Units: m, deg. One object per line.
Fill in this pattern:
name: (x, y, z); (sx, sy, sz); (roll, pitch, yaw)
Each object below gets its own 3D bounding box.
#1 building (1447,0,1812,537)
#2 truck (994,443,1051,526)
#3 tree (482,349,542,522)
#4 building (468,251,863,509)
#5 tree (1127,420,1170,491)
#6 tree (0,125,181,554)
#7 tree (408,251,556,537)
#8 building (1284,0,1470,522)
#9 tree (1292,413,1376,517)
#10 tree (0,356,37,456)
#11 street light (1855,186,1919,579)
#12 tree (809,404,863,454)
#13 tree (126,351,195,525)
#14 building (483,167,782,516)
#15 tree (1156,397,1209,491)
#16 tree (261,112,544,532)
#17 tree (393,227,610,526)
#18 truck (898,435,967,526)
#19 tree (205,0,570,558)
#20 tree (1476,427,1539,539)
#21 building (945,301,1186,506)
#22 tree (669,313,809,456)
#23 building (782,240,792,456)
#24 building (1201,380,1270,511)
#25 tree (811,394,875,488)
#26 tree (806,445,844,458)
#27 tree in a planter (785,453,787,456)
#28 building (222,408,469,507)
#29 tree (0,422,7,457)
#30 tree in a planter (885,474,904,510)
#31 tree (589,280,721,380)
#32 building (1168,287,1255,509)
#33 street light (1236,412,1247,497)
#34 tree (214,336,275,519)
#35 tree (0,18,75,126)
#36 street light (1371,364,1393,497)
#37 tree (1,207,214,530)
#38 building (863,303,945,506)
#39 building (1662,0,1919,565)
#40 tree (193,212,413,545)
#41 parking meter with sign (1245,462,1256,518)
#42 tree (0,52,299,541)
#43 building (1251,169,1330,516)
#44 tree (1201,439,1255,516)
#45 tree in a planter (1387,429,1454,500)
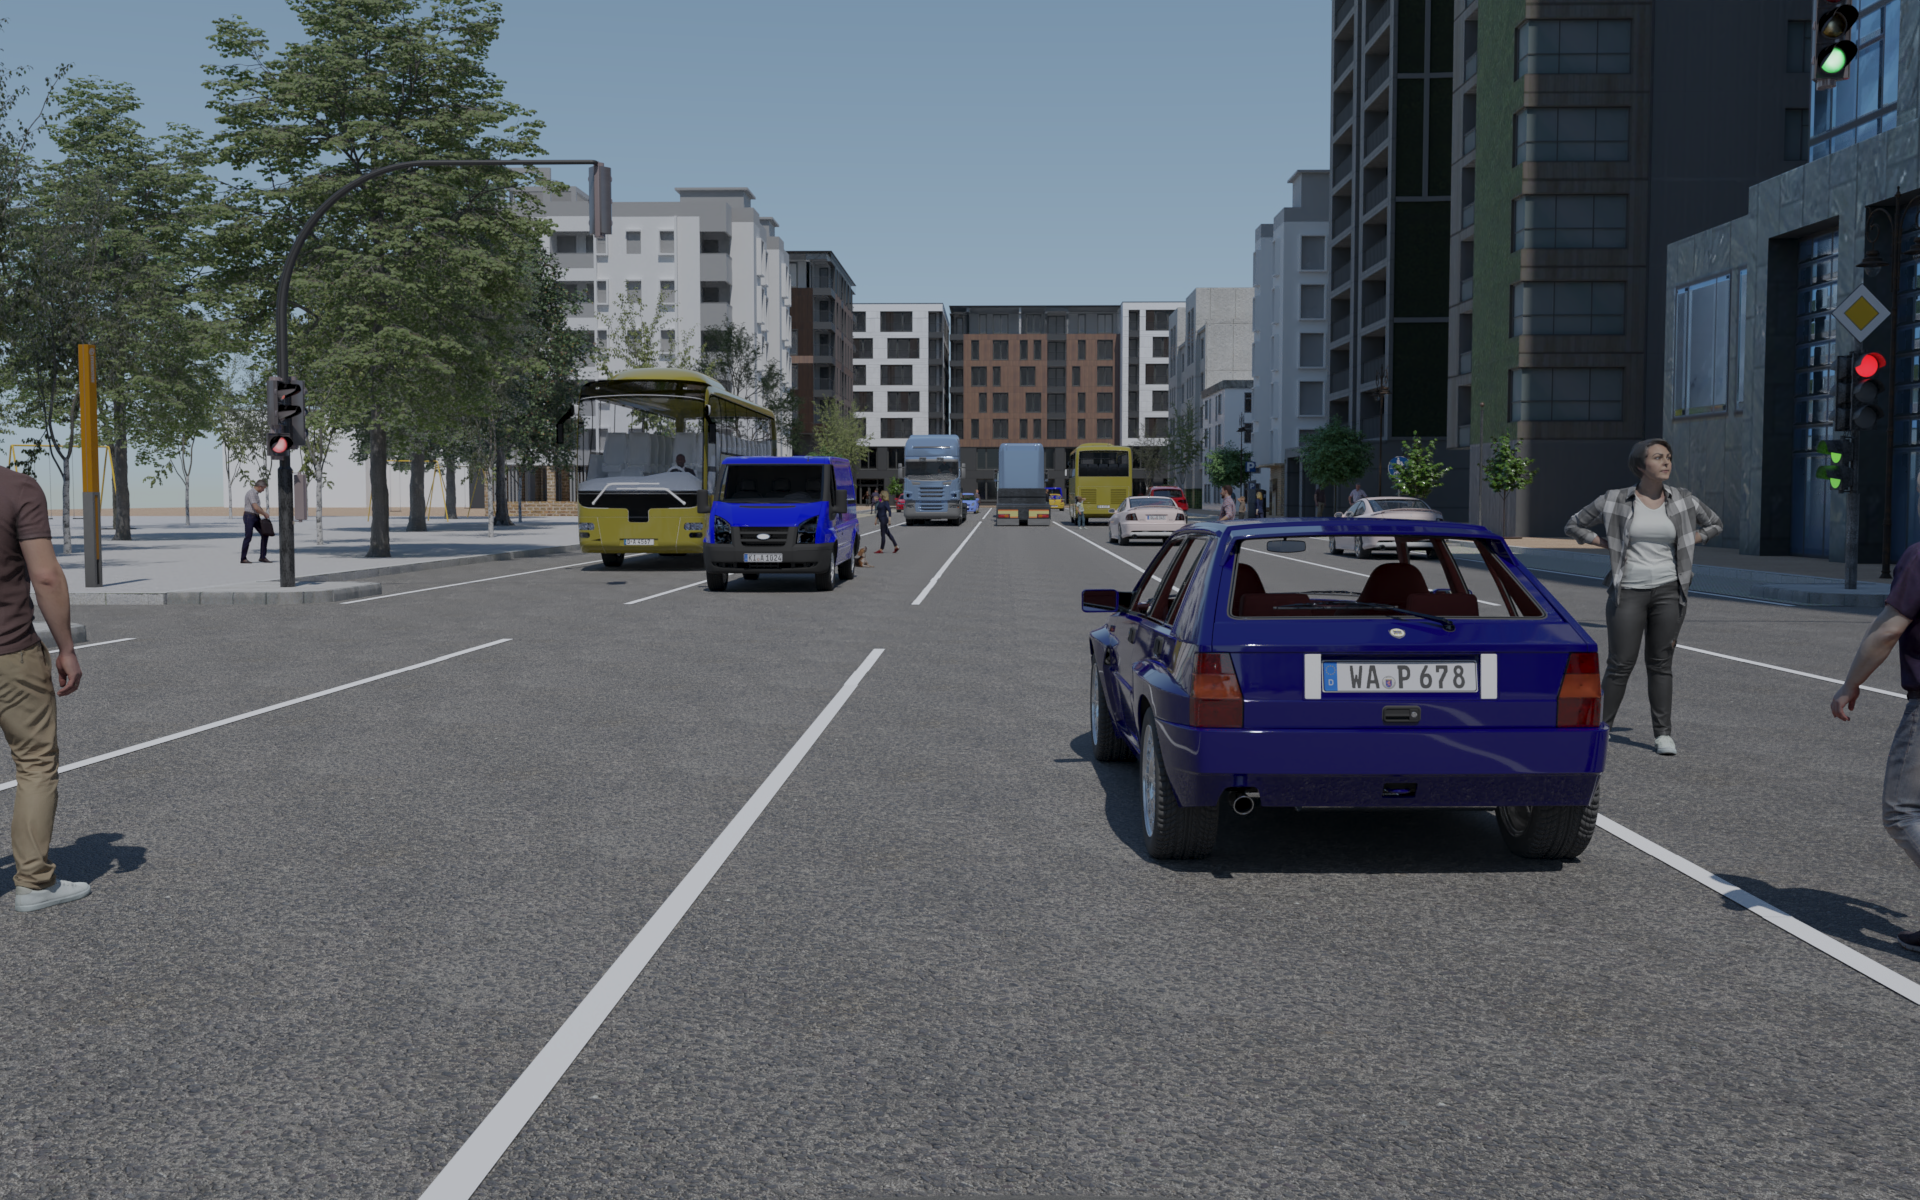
building: (23.642, -22.822, 56.731); (14.154, 41.232, 14.086); (0, 4, 1)
truck: (3.081, -5.886, 85.988); (2.967, 4.110, 18.799); (0, 4, 2)
tree: (-20.067, -7.836, 78.482); (4.737, 8.622, 4.395); (0, 3, 0)
building: (-26.708, -19.320, 159.849); (32.646, 21.610, 27.936); (0, 4, 1)
tree: (18.410, -13.320, 168.151); (4.360, 8.622, 3.978); (0, 3, 0)
tree: (-19.232, -5.318, 37.318); (4.360, 8.622, 3.978); (0, 3, 0)
tree: (-14.104, -6.150, 50.909); (4.360, 8.622, 3.978); (0, 3, 0)
building: (27.487, -39.314, 81.031); (20.563, 71.187, 20.611); (0, 4, 1)
tree: (15.099, -5.279, 70.025); (4.285, 4.588, 4.351); (0, 3, 0)
tree: (-37.876, -7.100, 66.446); (4.737, 8.622, 4.395); (0, 3, 0)
street light: (14.072, -3.264, 26.148); (0.468, 5.910, 1.993); (0, 4, 1)
tree: (-9.953, -11.576, 139.631); (4.360, 8.622, 3.978); (0, 3, 0)
tree: (-32.035, -7.399, 71.343); (4.737, 8.622, 4.395); (0, 3, 0)
building: (-19.708, -15.210, 105.097); (16.016, 20.091, 11.380); (0, 4, 1)
tree: (16.894, -11.084, 131.586); (4.737, 8.622, 4.395); (0, 3, 0)
tree: (-18.684, -9.328, 59.171); (9.857, 13.997, 8.962); (0, 3, 0)
tree: (-18.687, -9.363, 70.097); (9.611, 12.733, 9.660); (0, 3, 0)
truck: (-1.043, -5.795, 84.508); (2.967, 4.110, 18.799); (0, 4, 1)
tree: (-11.895, -7.167, 35.301); (7.486, 12.596, 7.792); (0, 3, 0)
tree: (15.606, -3.363, 49.580); (1.663, 3.219, 1.824); (0, 3, 0)
building: (15.366, -21.642, 197.815); (32.646, 21.610, 27.936); (0, 4, 1)
tree: (-11.132, -9.468, 89.214); (7.601, 10.594, 8.767); (2, 4, 34)
building: (-19.397, -15.904, 116.451); (16.016, 20.091, 11.380); (0, 4, 1)
building: (23.871, -11.330, 127.398); (9.099, 9.664, 28.070); (0, 4, 1)
tree: (-9.059, -10.789, 126.769); (4.737, 8.622, 4.395); (0, 3, 0)
tree: (-9.016, -8.078, 115.782); (4.285, 4.588, 4.351); (0, 3, 0)
tree in a planter: (-7.682, -4.822, 76.068); (1.991, 3.239, 1.994); (0, 4, 1)
building: (-56.970, -13.979, 170.701); (28.070, 9.664, 9.099); (0, 4, 1)
tree: (-58.059, -7.605, 87.251); (20.602, 7.101, 11.467); (-1, 4, -10)
tree in a planter: (-5.803, -9.499, 152.534); (1.991, 3.239, 1.994); (0, 4, 1)
tree: (-10.695, -6.715, 60.154); (4.737, 8.622, 4.395); (0, 3, 0)
building: (28.749, -17.754, 156.731); (16.747, 18.905, 31.486); (0, 4, 1)
street light: (15.869, -7.640, 97.697); (0.468, 5.910, 1.993); (0, 4, 1)
tree: (-32.043, -7.886, 79.305); (4.360, 8.622, 3.978); (0, 3, 0)
tree: (-15.679, -4.693, 27.092); (4.360, 8.622, 3.978); (0, 3, 0)
street light: (14.981, -5.436, 61.670); (0.468, 5.910, 1.993); (0, 4, 1)
tree: (-30.566, -8.356, 62.377); (9.928, 11.665, 9.643); (0, 3, 0)
building: (-17.780, -21.741, 199.438); (32.646, 21.610, 27.936); (0, 4, 1)
building: (32.001, -43.992, 31.936); (31.000, 86.520, 22.319); (0, 4, 1)
tree: (-16.048, -5.711, 43.743); (4.737, 8.622, 4.395); (0, 3, 0)
parking meter with sign: (15.559, -5.887, 92.521); (0.543, 3.016, 1.738); (0, 4, 6)
tree: (-23.400, -7.949, 48.086); (7.486, 12.596, 7.792); (0, 3, 0)
building: (26.343, -15.310, 106.731); (16.016, 20.091, 11.380); (0, 4, 1)
tree: (16.138, -7.362, 104.074); (4.285, 4.588, 4.351); (0, 3, 0)
tree in a planter: (12.642, -3.102, 47.934); (1.991, 3.239, 1.994); (0, 4, 1)
